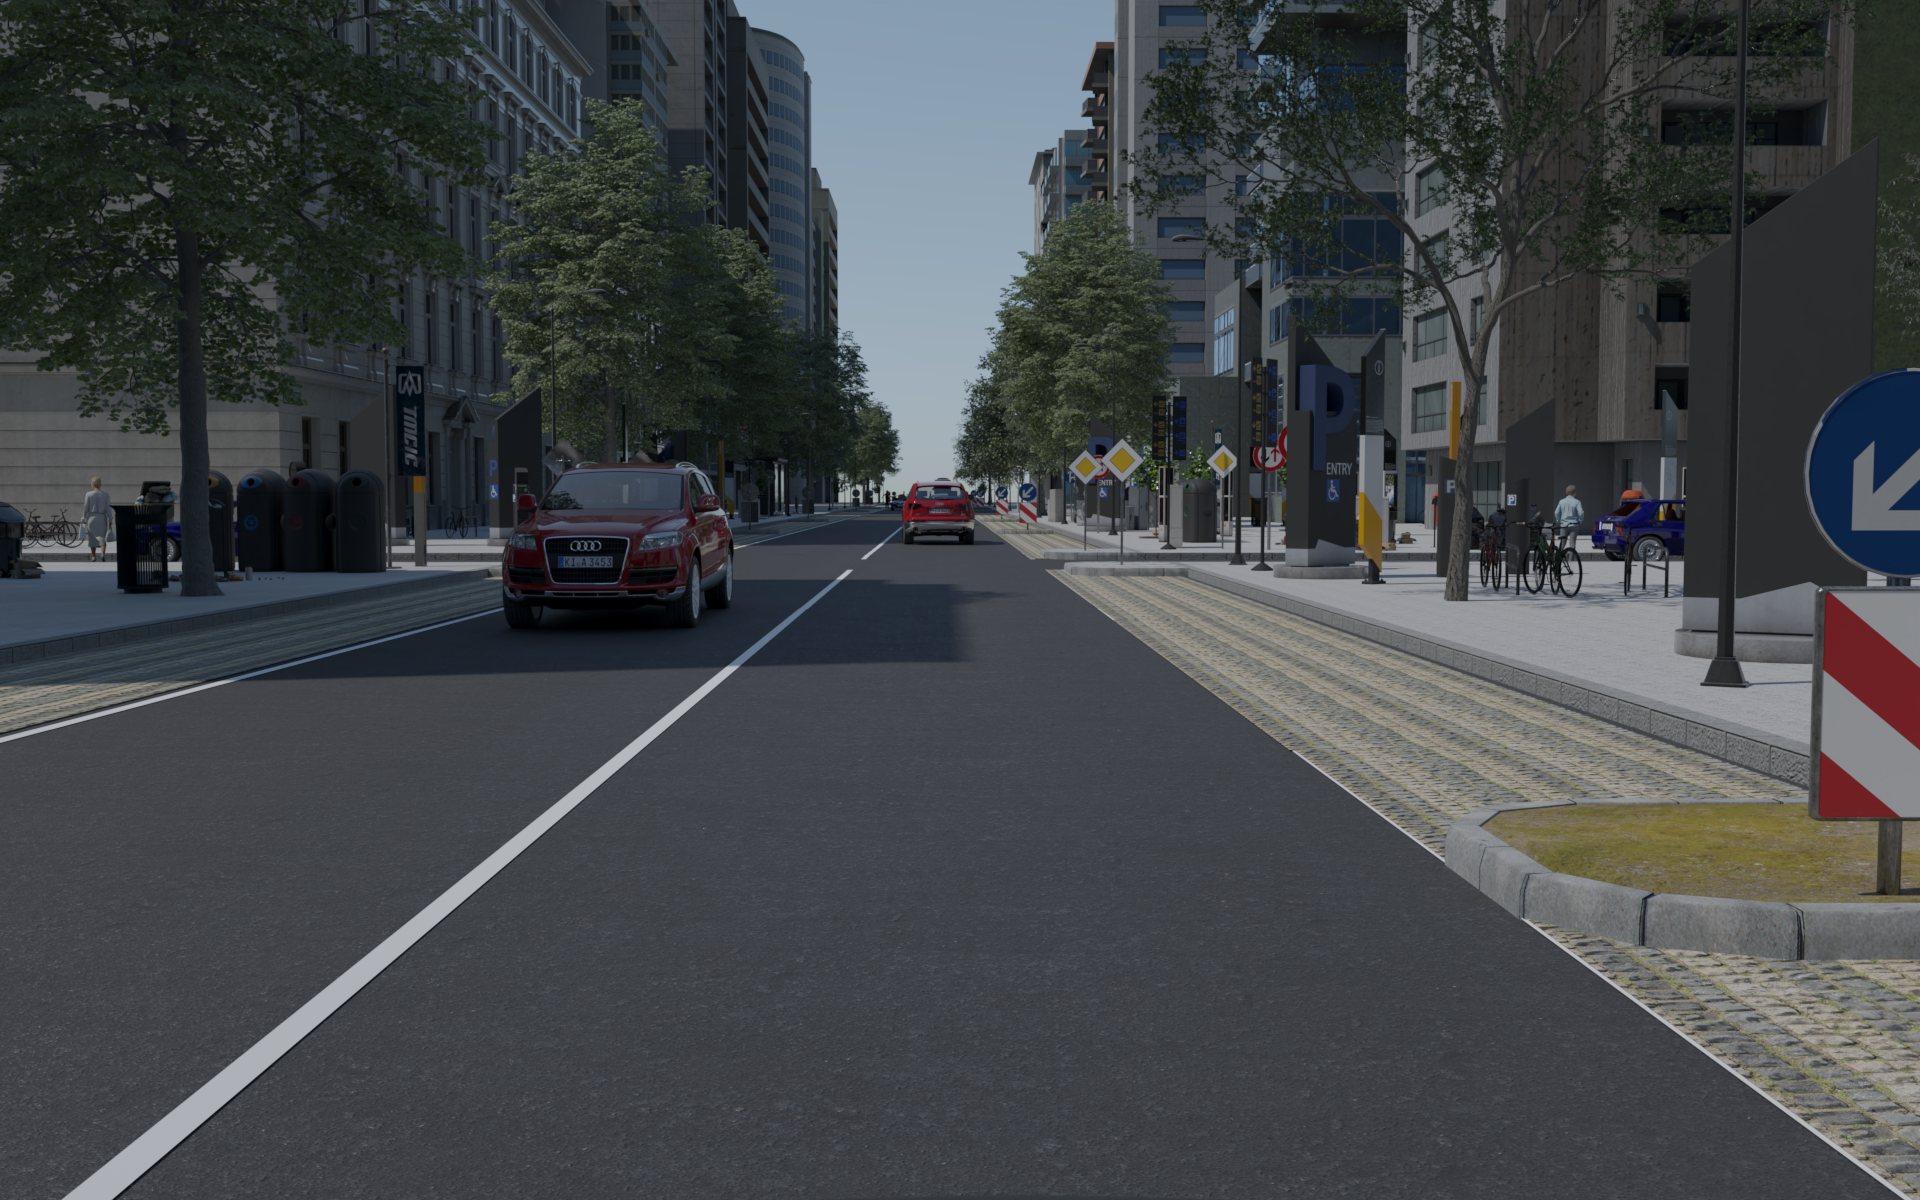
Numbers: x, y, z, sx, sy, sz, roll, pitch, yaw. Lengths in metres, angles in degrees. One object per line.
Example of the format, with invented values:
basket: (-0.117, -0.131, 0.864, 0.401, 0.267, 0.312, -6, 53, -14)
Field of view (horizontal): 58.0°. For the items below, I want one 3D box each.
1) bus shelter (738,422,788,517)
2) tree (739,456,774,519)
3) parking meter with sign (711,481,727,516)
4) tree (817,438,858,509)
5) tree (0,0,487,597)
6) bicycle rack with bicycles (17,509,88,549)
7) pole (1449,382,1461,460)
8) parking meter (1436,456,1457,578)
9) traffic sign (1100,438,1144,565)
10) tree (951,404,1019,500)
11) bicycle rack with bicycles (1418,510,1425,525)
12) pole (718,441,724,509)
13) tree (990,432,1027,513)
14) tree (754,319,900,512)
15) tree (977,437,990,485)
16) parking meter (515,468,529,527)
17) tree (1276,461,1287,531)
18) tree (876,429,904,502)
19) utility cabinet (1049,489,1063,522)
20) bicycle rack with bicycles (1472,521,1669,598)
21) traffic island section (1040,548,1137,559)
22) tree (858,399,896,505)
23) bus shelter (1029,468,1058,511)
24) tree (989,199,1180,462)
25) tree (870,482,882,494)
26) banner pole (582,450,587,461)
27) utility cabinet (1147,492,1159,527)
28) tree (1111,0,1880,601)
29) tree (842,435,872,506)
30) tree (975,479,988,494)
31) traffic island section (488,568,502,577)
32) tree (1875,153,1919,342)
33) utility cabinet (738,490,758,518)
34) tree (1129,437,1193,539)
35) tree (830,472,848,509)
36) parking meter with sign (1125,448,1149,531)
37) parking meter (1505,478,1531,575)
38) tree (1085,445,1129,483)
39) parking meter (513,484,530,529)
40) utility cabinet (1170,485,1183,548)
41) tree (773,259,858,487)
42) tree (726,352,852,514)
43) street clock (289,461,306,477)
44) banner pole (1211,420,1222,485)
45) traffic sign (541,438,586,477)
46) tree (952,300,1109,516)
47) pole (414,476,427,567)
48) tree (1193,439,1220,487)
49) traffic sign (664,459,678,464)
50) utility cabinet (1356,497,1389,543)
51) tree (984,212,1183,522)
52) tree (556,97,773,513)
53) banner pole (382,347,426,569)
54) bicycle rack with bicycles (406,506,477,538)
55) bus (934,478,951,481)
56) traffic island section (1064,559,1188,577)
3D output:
bus shelter: (-11.330, -7.429, 99.089, 2.179, 5.291, 8.768, 0, 4, -1)
tree: (-10.450, -5.770, 88.936, 1.663, 3.219, 1.824, 0, 3, 0)
parking meter with sign: (-14.417, -6.528, 102.999, 0.543, 3.016, 1.738, -3, 5, -43)
tree: (-10.648, -11.916, 145.187, 4.360, 8.622, 3.978, 0, 3, 0)
tree: (-9.460, -6.296, 21.069, 7.486, 12.596, 7.792, 0, 3, 0)
bicycle rack with bicycles: (-22.050, -1.701, 41.186, 2.852, 0.926, 2.925, 3, 5, 41)
pole: (8.991, -2.303, 31.502, 0.158, 3.312, 0.155, 0, 3, 0)
parking meter: (7.550, -1.279, 26.622, 0.399, 1.863, 0.255, 1, 4, 9)
traffic sign: (2.919, -1.688, 31.237, 0.795, 2.450, 0.064, 0, 4, -1)
tree: (4.119, -16.459, 179.467, 12.009, 13.543, 11.850, 0, 3, 0)
bicycle rack with bicycles: (21.023, -3.632, 72.763, 2.925, 0.926, 2.852, 2, 4, 31)
pole: (-9.110, -4.419, 66.093, 0.158, 3.312, 0.155, 0, 3, 0)
tree: (4.975, -11.654, 140.899, 4.737, 8.622, 4.395, 0, 3, 0)
tree: (-11.068, -13.450, 126.559, 9.857, 13.997, 8.962, 0, 3, 0)
tree: (3.975, -12.575, 155.956, 4.737, 8.622, 4.395, 0, 3, 0)
parking meter: (-9.692, -1.995, 38.333, 0.255, 1.863, 0.399, -1, 4, -21)
tree: (11.773, -4.019, 60.312, 1.663, 3.219, 1.824, 0, 3, 0)
tree: (-12.528, -20.925, 267.874, 9.928, 11.665, 9.643, 0, 3, 0)
utility cabinet: (4.403, -4.248, 78.140, 0.318, 1.500, 1.173, 2, 4, 28)
bicycle rack with bicycles: (7.953, -0.553, 22.425, 2.852, 0.926, 2.925, 1, 4, 14)
traffic island section: (2.861, -1.041, 39.299, 2.009, 0.180, 2.903, 0, 4, -1)
tree: (-11.013, -17.569, 205.378, 7.486, 12.596, 7.792, 0, 3, 0)
bus shelter: (5.357, -7.186, 111.417, 2.014, 3.302, 5.546, 0, 4, 0)
tree: (4.842, -9.129, 67.388, 7.486, 12.596, 7.792, 0, 3, 0)
tree: (-11.960, -15.655, 250.552, 1.663, 3.219, 1.824, 0, 3, 0)
banner pole: (-15.839, -5.082, 73.103, 0.401, 3.779, 0.863, 0, 4, 6)
utility cabinet: (7.142, -3.597, 67.487, 1.173, 1.500, 0.318, 3, 4, 36)
tree: (5.895, -5.245, 20.169, 8.767, 10.594, 7.601, 1, 4, 8)
tree: (-11.730, -14.625, 189.483, 4.737, 8.622, 4.395, 0, 3, 0)
tree: (2.983, -15.493, 247.913, 1.663, 3.219, 1.824, 0, 3, 0)
traffic island section: (-7.148, -0.546, 31.215, 2.009, 0.180, 2.903, 0, 4, -1)
tree: (15.832, -4.615, 25.816, 4.360, 8.622, 3.978, 0, 3, 0)
utility cabinet: (-11.321, -5.131, 92.574, 1.173, 1.500, 0.318, 3, 4, 36)
tree: (5.560, -3.399, 50.173, 1.663, 3.219, 1.824, 0, 3, 0)
tree: (-10.752, -9.483, 149.649, 1.663, 3.219, 1.824, 0, 3, 0)
parking meter with sign: (6.305, -3.985, 61.410, 0.543, 3.016, 1.738, 2, 4, 34)
parking meter: (8.908, -1.176, 27.644, 0.372, 1.533, 0.369, 0, 3, 0)
tree: (7.462, -6.452, 89.211, 4.285, 4.588, 4.351, 0, 3, 0)
parking meter: (-10.353, -1.986, 40.887, 0.372, 1.533, 0.369, 0, 3, 0)
utility cabinet: (5.166, -2.005, 41.459, 0.318, 1.500, 1.173, 0, 4, 5)
tree: (-9.830, -9.490, 73.292, 7.486, 12.596, 7.792, 0, 3, 0)
tree: (-10.913, -10.717, 109.637, 8.767, 10.594, 7.601, 0, 4, 2)
street clock: (-14.638, -2.064, 38.324, 0.358, 2.002, 0.471, -3, 5, -41)
banner pole: (8.669, -4.205, 58.773, 0.401, 3.779, 0.863, -1, 4, -21)
traffic sign: (-7.125, -1.683, 31.154, 0.795, 2.450, 0.064, 0, 4, -1)
tree: (4.677, -11.279, 101.419, 9.611, 12.733, 9.660, 0, 3, 0)
pole: (-9.535, -2.245, 30.546, 0.158, 3.312, 0.155, 0, 3, 0)
tree: (8.508, -4.070, 61.152, 1.663, 3.219, 1.824, 0, 3, 0)
traffic sign: (-10.528, -3.862, 63.253, 0.768, 2.556, 0.104, 0, 4, 5)
utility cabinet: (9.767, -1.859, 41.554, 1.020, 1.237, 0.306, 1, 4, 14)
tree: (5.468, -10.593, 79.852, 9.857, 13.997, 8.962, 0, 3, 0)
tree: (-10.059, -8.047, 49.694, 7.486, 12.596, 7.792, 0, 3, 0)
banner pole: (-9.580, -2.428, 29.721, 0.863, 3.779, 0.401, -1, 4, -10)
bicycle rack with bicycles: (-15.427, -2.282, 50.699, 2.852, 0.926, 2.925, 0, 4, -2)
bus: (-2.571, -16.354, 258.933, 2.896, 3.916, 12.252, 0, 4, 0)
traffic island section: (2.943, -0.552, 31.314, 2.009, 0.180, 2.903, 0, 4, -1)
